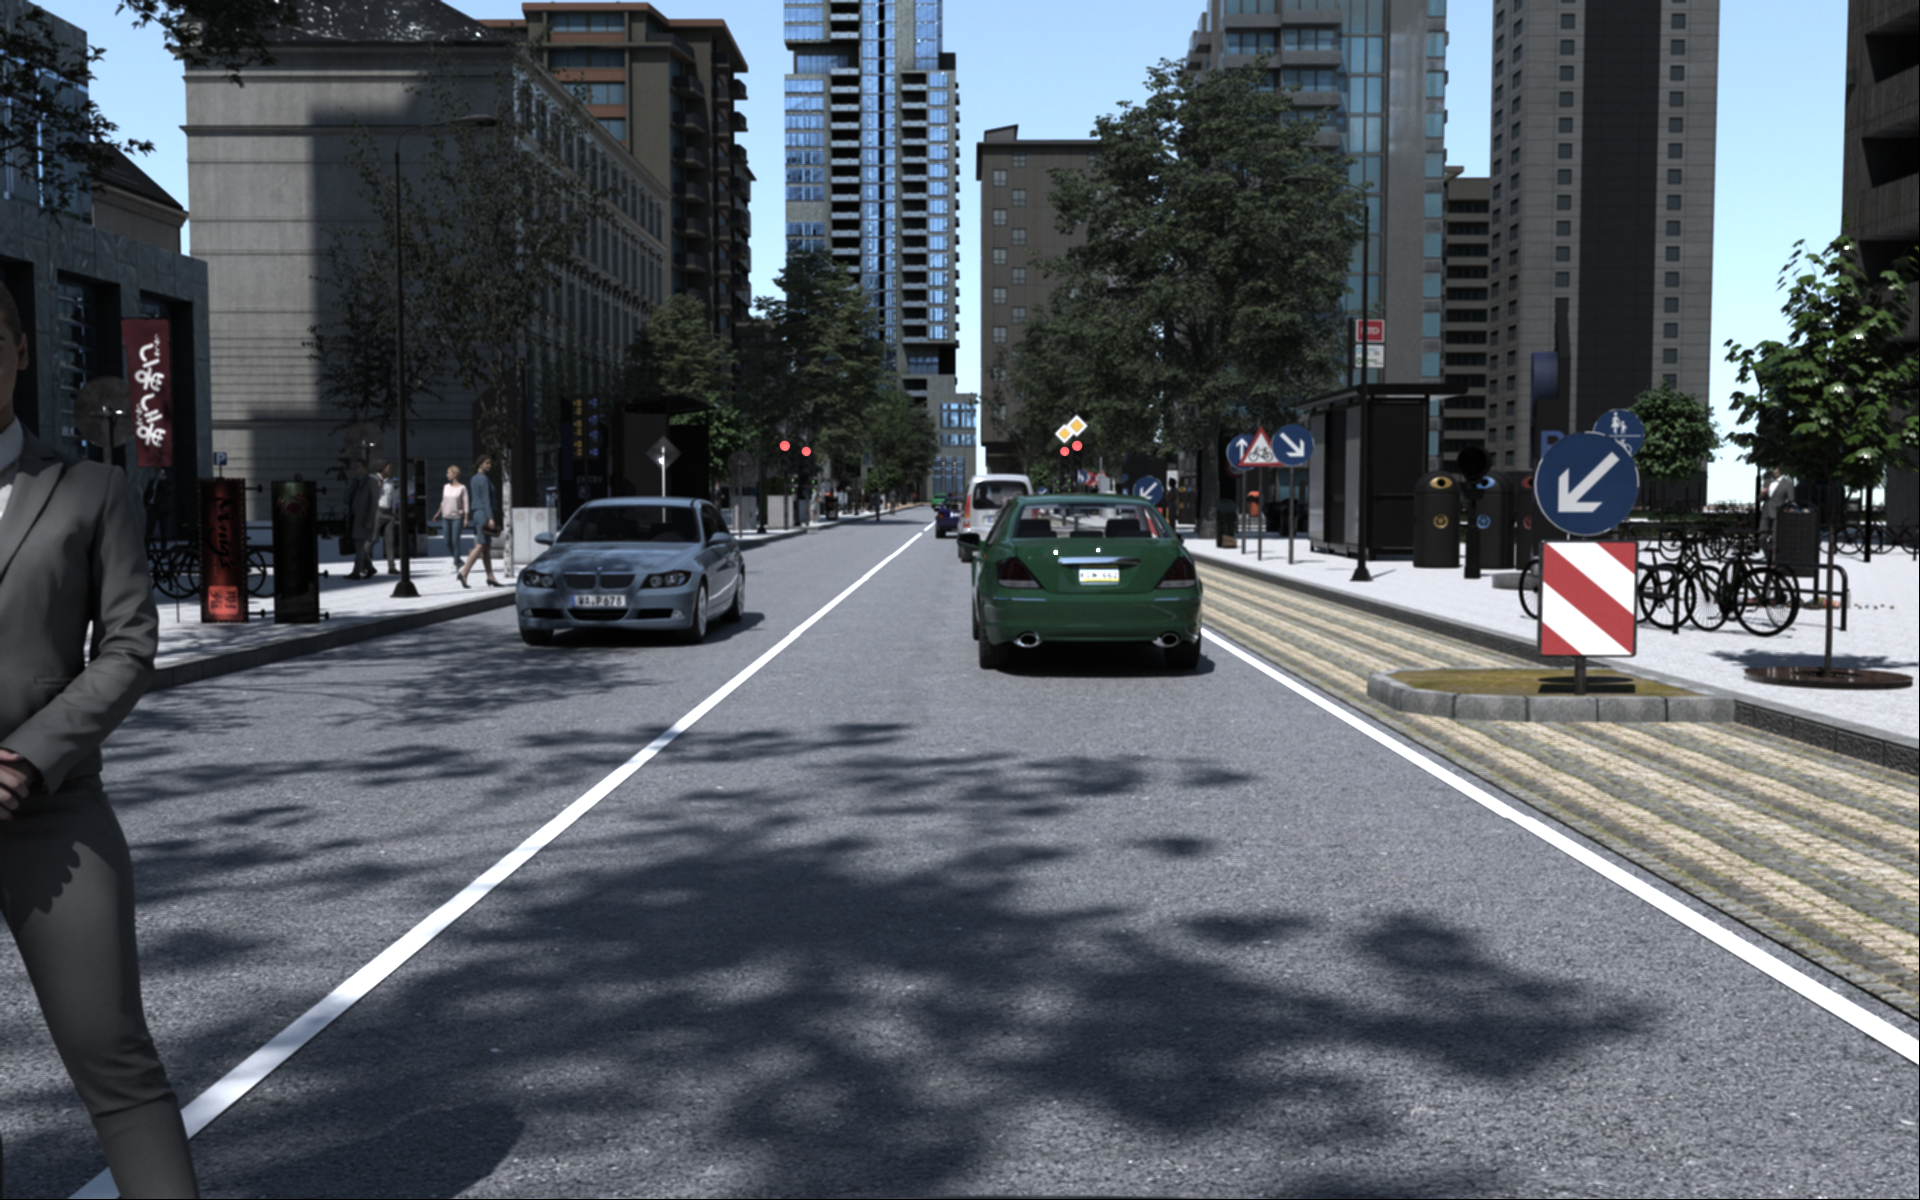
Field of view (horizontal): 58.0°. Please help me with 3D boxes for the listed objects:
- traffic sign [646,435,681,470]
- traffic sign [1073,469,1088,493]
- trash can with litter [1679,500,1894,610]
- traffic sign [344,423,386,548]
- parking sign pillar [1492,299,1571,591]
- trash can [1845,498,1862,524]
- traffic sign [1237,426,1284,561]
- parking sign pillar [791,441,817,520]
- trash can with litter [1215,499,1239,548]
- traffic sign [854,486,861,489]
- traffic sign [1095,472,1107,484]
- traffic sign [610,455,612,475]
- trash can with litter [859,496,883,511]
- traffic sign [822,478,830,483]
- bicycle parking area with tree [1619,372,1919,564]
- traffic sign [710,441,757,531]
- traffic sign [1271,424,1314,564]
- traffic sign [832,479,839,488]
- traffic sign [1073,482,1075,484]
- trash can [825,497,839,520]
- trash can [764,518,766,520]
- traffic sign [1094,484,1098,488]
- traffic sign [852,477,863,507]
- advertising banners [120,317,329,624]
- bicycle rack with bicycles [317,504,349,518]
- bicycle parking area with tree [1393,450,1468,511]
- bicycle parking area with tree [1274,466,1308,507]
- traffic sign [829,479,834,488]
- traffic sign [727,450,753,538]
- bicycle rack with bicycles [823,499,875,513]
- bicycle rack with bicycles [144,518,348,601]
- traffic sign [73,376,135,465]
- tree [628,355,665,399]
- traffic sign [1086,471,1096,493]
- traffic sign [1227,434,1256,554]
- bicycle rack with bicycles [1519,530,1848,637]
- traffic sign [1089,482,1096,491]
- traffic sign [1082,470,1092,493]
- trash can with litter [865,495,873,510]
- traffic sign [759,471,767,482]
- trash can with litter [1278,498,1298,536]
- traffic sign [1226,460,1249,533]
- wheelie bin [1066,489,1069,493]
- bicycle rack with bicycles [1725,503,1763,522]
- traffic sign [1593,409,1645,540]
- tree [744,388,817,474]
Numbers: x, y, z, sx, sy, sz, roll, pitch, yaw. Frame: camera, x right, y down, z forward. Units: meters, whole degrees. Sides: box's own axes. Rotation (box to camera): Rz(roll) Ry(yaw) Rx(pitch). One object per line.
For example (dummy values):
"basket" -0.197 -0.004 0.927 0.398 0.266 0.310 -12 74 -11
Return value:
"traffic sign" -6.672 -2.398 38.944 0.795 2.593 0.064 0 4 2
"traffic sign" 5.963 -5.255 86.023 0.768 2.556 0.104 0 4 4
"trash can with litter" 9.412 -0.549 20.037 1.678 1.210 2.233 -2 4 -27
"traffic sign" -10.643 -1.889 30.996 0.768 2.556 0.104 0 4 4
"parking sign pillar" 8.002 -2.141 23.476 1.447 3.967 1.447 1 4 16
"trash can" 36.234 -3.590 70.350 0.748 1.137 0.748 0 3 0
"traffic sign" 5.775 -2.036 33.298 0.884 2.594 0.081 0 4 8
"parking sign pillar" -7.878 -6.055 87.470 1.447 3.967 1.447 -1 4 -22
"trash can with litter" 6.420 -1.825 41.220 0.624 1.170 1.055 0 4 -2
"traffic sign" -8.317 -8.475 140.697 0.606 2.300 0.079 1 4 9
"traffic sign" 8.142 -6.115 100.092 0.768 2.556 0.104 1 4 9
"traffic sign" -10.069 -3.014 49.282 0.884 2.594 0.081 0 4 5
"trash can with litter" -7.152 -7.546 134.434 2.233 1.210 1.678 0 4 3
"traffic sign" -10.511 -8.267 135.279 0.768 2.556 0.104 0 4 3
"bicycle parking area with tree" 17.052 -2.940 35.064 9.016 4.147 8.231 1 4 17
"traffic sign" -8.252 -4.091 60.757 2.265 3.308 0.079 0 4 8
"traffic sign" 6.044 -1.923 31.544 0.768 2.556 0.104 1 4 9
"traffic sign" -10.482 -8.826 144.410 0.768 2.556 0.104 0 4 5
"traffic sign" 9.357 -8.845 144.619 0.884 2.594 0.081 0 4 5
"trash can" -6.300 -4.496 85.157 0.748 1.137 0.748 0 3 0
"trash can" -9.133 -4.340 82.620 0.748 1.137 0.748 0 3 0
"traffic sign" 10.825 -8.196 136.141 0.606 2.300 0.079 0 4 4
"traffic sign" -7.467 -7.701 126.012 0.768 2.556 0.104 0 4 2
"advertising banners" -7.286 -1.281 17.139 2.074 3.025 0.090 0 4 6
"bicycle rack with bicycles" -21.314 -2.924 61.193 2.852 0.926 2.925 1 4 19
"bicycle parking area with tree" 35.825 -8.385 124.095 9.016 4.147 8.231 0 4 -1
"bicycle parking area with tree" 21.421 -8.571 127.135 9.016 4.147 8.231 -1 4 -13
"traffic sign" -10.663 -8.660 141.691 0.768 2.556 0.104 0 4 2
"traffic sign" -6.389 -3.074 50.361 0.768 2.556 0.104 0 4 4
"bicycle rack with bicycles" -7.242 -6.307 116.505 2.925 0.926 2.852 1 4 14
"bicycle rack with bicycles" -9.670 -0.510 21.721 2.925 0.926 2.852 1 4 14
"traffic sign" -9.234 -1.142 18.779 0.768 2.556 0.104 0 4 3
"tree" -17.261 -8.594 90.881 4.737 8.622 4.395 0 3 0
"traffic sign" 7.215 -5.930 97.056 0.768 2.556 0.104 0 4 6
"traffic sign" 6.057 -2.251 36.902 0.768 2.556 0.104 0 4 5
"bicycle rack with bicycles" 7.147 -0.204 16.713 2.852 0.926 2.925 -1 4 -11
"traffic sign" 9.089 -7.293 119.347 0.768 2.556 0.104 0 4 2
"traffic sign" 6.558 -5.582 91.375 0.768 2.556 0.104 0 4 2
"trash can with litter" -7.405 -8.123 144.202 0.624 1.170 1.055 2 4 29
"traffic sign" -10.981 -5.806 95.040 0.768 2.556 0.104 0 4 8
"trash can with litter" 9.952 -2.542 52.953 0.624 1.170 1.055 0 4 -4
"traffic sign" 9.029 -3.443 56.394 0.768 2.556 0.104 1 4 10
"wheelie bin" 7.377 -6.808 119.220 0.693 1.594 0.980 -2 4 -24
"bicycle rack with bicycles" 33.187 -3.556 71.530 2.925 0.926 2.852 1 4 11
"traffic sign" 9.841 -1.582 25.976 0.768 2.556 0.104 0 4 2
"tree" -12.551 -10.093 115.390 4.737 8.622 4.395 0 3 0
